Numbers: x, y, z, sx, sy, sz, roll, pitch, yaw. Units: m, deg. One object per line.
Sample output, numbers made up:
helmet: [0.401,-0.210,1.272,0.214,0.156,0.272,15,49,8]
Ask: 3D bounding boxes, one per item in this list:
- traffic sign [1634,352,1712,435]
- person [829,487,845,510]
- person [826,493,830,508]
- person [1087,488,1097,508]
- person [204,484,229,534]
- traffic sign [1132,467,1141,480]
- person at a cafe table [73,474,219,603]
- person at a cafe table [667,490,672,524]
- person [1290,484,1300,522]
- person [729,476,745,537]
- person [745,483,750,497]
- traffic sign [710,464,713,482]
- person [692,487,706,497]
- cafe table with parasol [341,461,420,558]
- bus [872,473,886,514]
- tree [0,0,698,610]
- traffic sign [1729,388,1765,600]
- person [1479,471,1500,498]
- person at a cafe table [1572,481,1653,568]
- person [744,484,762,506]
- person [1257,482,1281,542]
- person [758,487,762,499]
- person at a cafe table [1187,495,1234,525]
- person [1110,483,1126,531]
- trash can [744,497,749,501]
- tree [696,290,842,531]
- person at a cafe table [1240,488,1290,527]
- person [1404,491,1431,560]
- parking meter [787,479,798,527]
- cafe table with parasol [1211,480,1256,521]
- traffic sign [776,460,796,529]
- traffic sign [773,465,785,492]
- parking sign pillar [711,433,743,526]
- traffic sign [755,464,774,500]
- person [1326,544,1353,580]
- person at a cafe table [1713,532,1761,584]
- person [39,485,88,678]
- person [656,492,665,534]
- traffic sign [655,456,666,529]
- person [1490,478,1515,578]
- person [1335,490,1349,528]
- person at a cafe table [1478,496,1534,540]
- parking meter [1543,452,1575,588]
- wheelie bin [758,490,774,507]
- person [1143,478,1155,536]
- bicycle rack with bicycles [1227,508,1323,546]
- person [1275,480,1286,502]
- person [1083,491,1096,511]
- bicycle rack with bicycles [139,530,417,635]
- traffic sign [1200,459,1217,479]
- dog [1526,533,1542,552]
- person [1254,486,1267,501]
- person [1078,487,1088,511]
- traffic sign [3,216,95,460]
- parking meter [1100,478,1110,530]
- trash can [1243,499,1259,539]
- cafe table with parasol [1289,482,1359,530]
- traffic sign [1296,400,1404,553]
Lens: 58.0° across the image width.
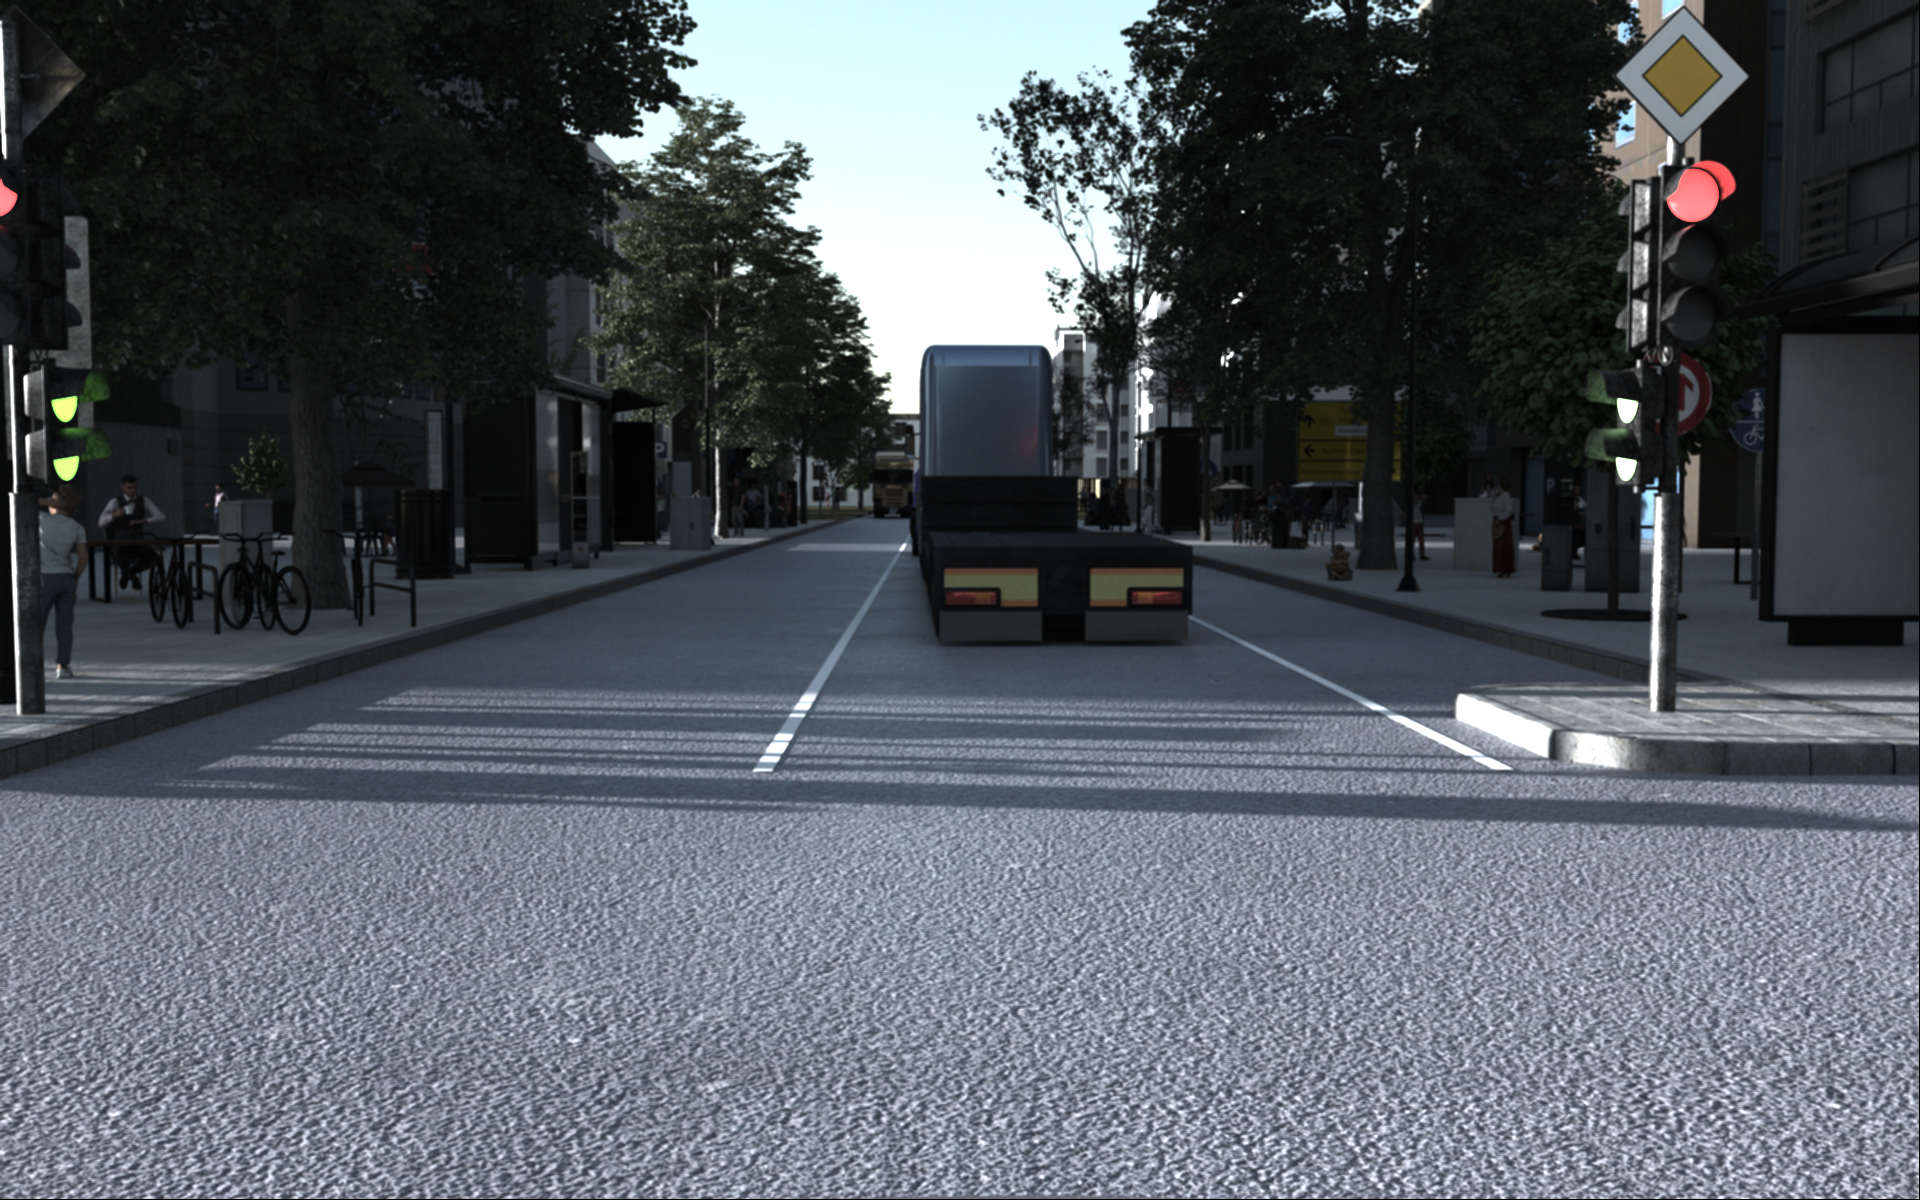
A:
traffic sign: [6.247,-0.934,15.370,0.768,2.556,0.104,0,3,0]
person: [-9.887,-8.139,139.133,1.348,1.823,0.705,1,4,10]
person: [-12.389,-9.356,162.245,0.421,1.427,0.697,0,4,-4]
person: [6.264,-4.628,83.575,0.662,1.594,0.647,2,4,23]
person: [-22.688,-2.758,53.102,0.963,1.587,0.435,1,4,22]
traffic sign: [8.641,-5.090,82.962,0.795,2.593,0.064,0,4,1]
person at a cafe table: [-10.046,-0.773,21.155,1.698,1.524,1.622,-3,5,-39]
person at a cafe table: [-12.585,-3.973,73.474,1.698,1.524,1.622,-2,4,-29]
person: [15.456,-4.501,80.082,0.568,1.767,0.683,-2,4,-32]
person: [-6.665,-2.790,51.787,0.434,1.807,0.598,-1,4,-23]
person: [-10.419,-4.826,85.082,0.598,1.807,0.434,1,4,21]
traffic sign: [-10.268,-4.421,72.391,0.768,2.556,0.104,1,4,9]
person: [-17.779,-6.811,118.198,1.217,1.735,0.721,-1,4,-19]
cafe table with parasol: [-12.136,-1.882,35.635,2.610,1.966,2.610,3,5,41]
bus: [-4.803,-8.118,124.279,2.896,3.916,12.252,0,4,-1]
tree: [-7.217,-6.869,18.967,9.857,13.997,8.962,0,3,0]
traffic sign: [9.628,-1.273,20.921,0.768,2.556,0.104,0,4,1]
person: [10.852,-1.752,35.362,0.551,1.740,0.621,2,4,32]
person at a cafe table: [11.149,-1.362,30.789,1.698,1.524,1.622,-2,4,-27]
person: [-8.596,-3.952,71.593,0.756,1.711,0.436,1,4,19]
person: [8.315,-2.363,46.545,0.647,1.594,0.662,0,4,-3]
person: [-12.197,-6.085,106.456,0.530,1.710,0.541,3,5,41]
person at a cafe table: [10.613,-3.720,71.685,1.698,1.238,1.726,-2,4,-31]
person: [5.426,-3.181,59.517,0.593,1.643,0.415,-3,4,-38]
trash can: [-9.446,-3.992,76.926,0.748,1.137,0.748,0,3,0]
tree: [-6.906,-6.684,59.645,4.360,8.622,3.978,0,3,0]
person at a cafe table: [11.929,-3.565,66.800,1.622,1.524,1.698,-1,4,-22]
person: [8.884,-1.447,33.616,0.435,1.345,0.340,-2,4,-31]
parking meter: [-6.615,-3.829,68.319,0.399,1.863,0.255,3,5,42]
cafe table with parasol: [13.243,-4.845,84.081,2.610,1.966,2.610,-2,4,-34]
traffic sign: [-6.425,-3.899,63.856,0.768,2.556,0.104,1,4,8]
traffic sign: [-7.433,-4.411,72.220,0.768,2.556,0.104,0,4,6]
parking sign pillar: [-9.288,-4.941,69.249,1.447,3.967,1.447,3,5,39]
traffic sign: [-8.024,-4.335,70.991,0.768,2.556,0.104,0,4,5]
person: [5.609,-0.560,25.681,0.381,0.543,0.357,0,4,-5]
person at a cafe table: [11.935,-0.830,24.424,1.726,1.238,1.698,-1,4,-17]
person: [-6.355,-0.130,12.084,0.340,1.345,0.435,3,5,42]
person: [-9.569,-2.776,55.335,0.435,1.345,0.340,3,5,41]
traffic sign: [-10.190,-3.531,57.842,0.768,2.556,0.104,0,4,4]
person: [8.323,-1.103,26.545,0.387,1.526,0.523,1,4,9]
person: [14.314,-3.549,64.892,0.431,1.722,0.655,2,4,33]
person at a cafe table: [14.938,-2.323,48.838,1.726,1.238,1.698,-3,4,-36]
parking meter: [8.167,-1.096,23.632,0.255,1.863,0.399,-1,4,-15]
wheelie bin: [-8.846,-4.342,78.895,0.693,1.594,0.980,-1,4,-16]
person: [5.422,-2.623,49.649,0.376,1.734,0.841,1,4,9]
bicycle rack with bicycles: [8.059,-1.860,43.788,2.852,0.926,2.925,0,4,7]
person: [10.610,-3.161,58.169,0.568,1.767,0.683,2,4,29]
person: [7.785,-5.777,103.685,0.799,1.438,0.628,0,4,3]
bicycle rack with bicycles: [-6.527,-0.210,16.821,2.852,0.926,2.925,-2,4,-30]
traffic sign: [8.950,-3.841,62.912,0.768,2.556,0.104,1,4,8]
dog: [12.820,-1.276,38.598,0.748,0.427,0.550,-1,4,-14]
person: [16.267,-5.275,93.003,0.721,1.735,1.217,-3,4,-38]
person: [9.356,-7.693,131.805,1.348,1.826,0.705,2,4,23]
traffic sign: [-7.509,-1.153,12.724,2.265,3.308,0.079,0,4,0]
parking meter: [5.169,-3.430,61.794,0.255,1.863,0.399,2,4,30]
trash can: [8.514,-2.340,49.907,0.748,1.137,0.748,0,3,0]
cafe table with parasol: [12.887,-3.452,61.302,2.610,1.966,2.610,-3,5,-45]
traffic sign: [8.465,-2.679,37.674,2.265,3.308,0.079,0,4,7]
